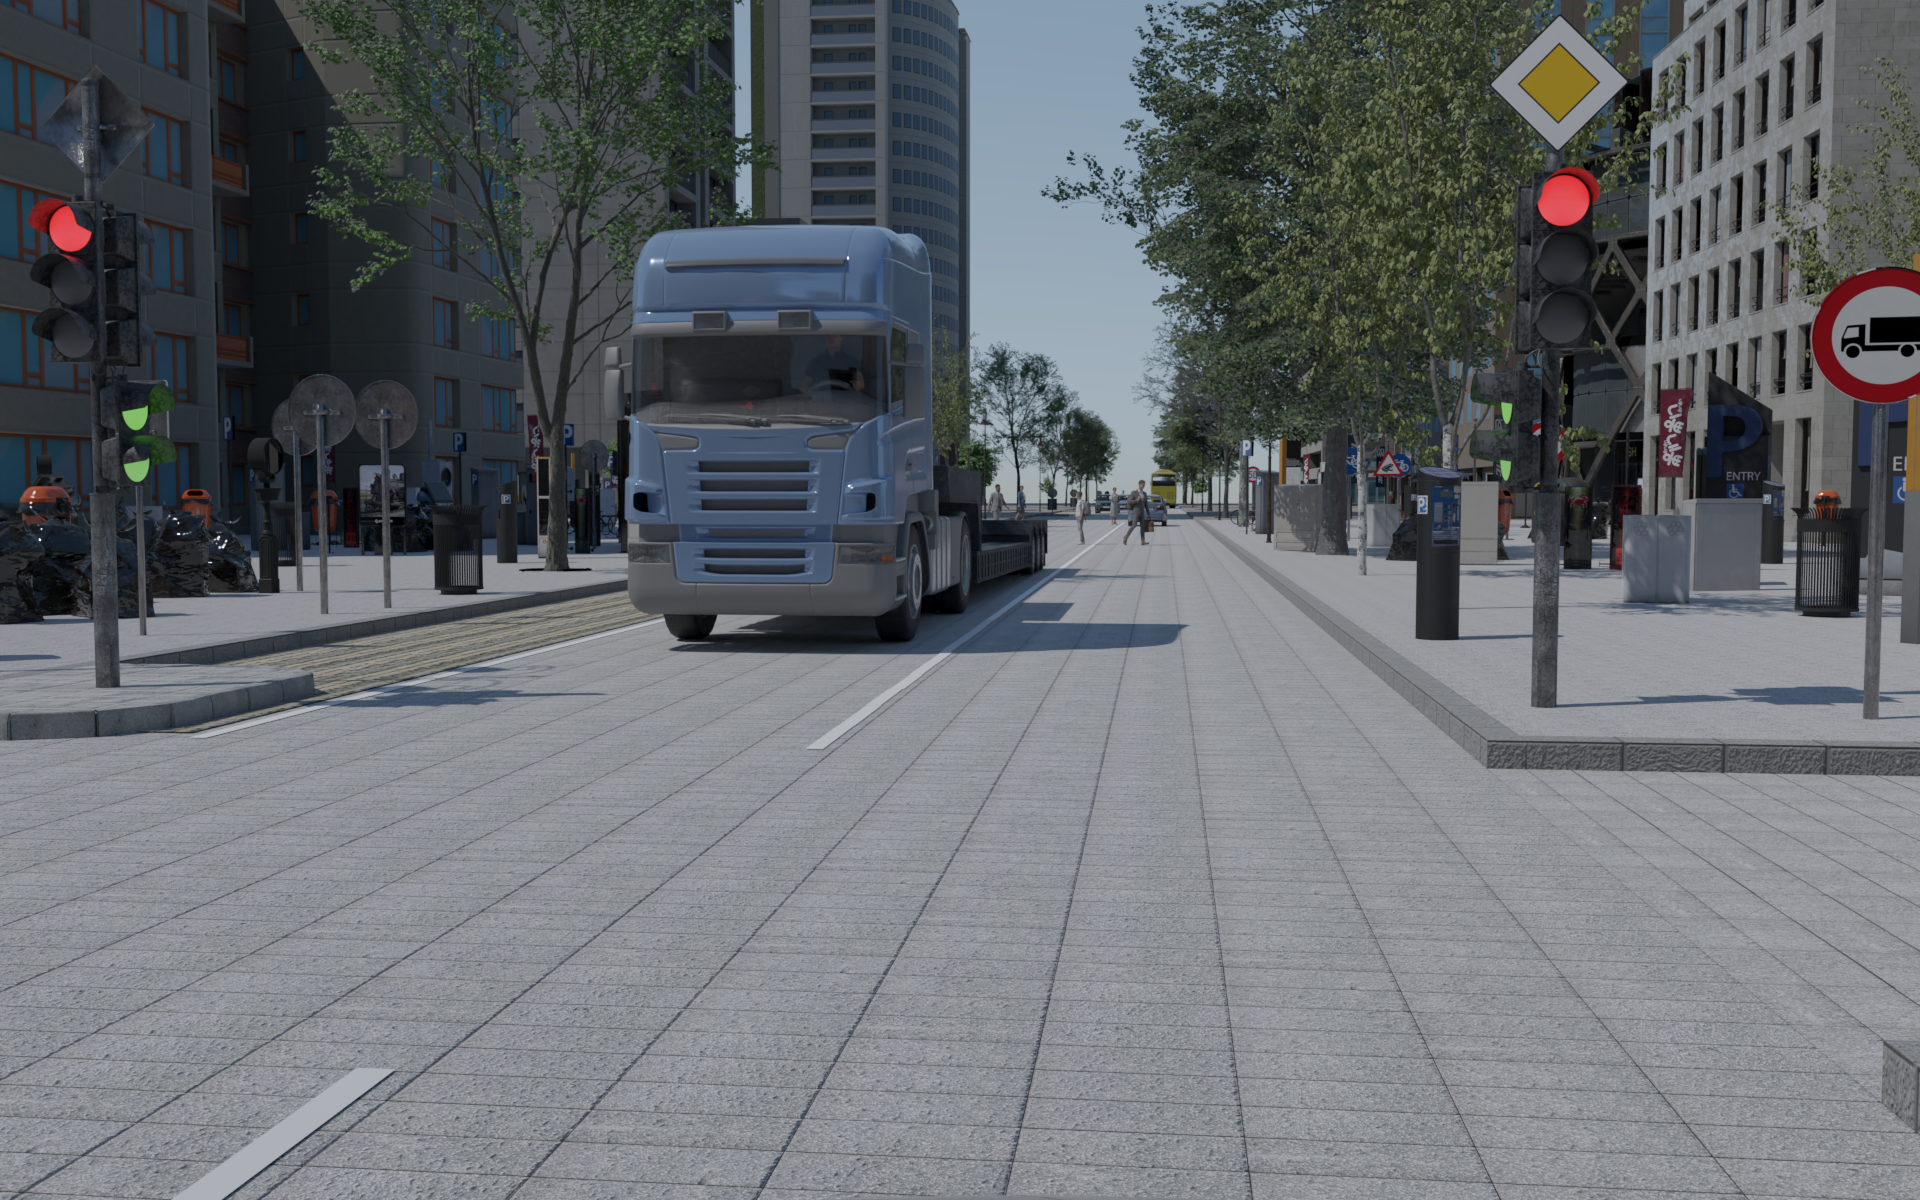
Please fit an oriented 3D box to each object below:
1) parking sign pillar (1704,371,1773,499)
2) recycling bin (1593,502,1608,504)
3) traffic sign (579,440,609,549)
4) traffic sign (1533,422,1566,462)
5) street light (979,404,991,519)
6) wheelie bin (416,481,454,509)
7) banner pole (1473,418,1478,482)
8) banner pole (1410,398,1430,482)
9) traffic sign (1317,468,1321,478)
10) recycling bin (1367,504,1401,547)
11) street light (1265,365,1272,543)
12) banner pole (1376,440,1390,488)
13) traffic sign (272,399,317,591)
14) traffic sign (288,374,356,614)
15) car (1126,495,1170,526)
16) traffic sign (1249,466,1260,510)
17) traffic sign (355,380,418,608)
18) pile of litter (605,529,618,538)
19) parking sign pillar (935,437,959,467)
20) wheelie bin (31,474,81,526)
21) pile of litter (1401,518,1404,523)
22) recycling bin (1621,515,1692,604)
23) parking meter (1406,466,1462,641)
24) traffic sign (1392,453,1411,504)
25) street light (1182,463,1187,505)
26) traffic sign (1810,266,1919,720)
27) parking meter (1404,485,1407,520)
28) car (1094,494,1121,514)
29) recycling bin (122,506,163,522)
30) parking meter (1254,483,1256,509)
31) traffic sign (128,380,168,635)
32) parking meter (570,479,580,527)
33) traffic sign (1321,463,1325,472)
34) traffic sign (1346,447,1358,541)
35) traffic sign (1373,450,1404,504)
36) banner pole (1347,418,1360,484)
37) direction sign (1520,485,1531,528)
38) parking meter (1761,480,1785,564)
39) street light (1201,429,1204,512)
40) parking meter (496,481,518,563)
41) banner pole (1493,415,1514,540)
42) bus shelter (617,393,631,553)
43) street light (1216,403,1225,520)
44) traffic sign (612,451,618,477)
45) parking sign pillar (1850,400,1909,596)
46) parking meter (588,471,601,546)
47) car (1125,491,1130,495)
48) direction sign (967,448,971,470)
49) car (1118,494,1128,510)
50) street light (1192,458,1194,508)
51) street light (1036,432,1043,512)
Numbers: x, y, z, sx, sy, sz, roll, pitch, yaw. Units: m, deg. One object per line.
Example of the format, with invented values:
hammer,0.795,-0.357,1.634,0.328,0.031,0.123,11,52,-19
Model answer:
parking sign pillar,16.904,-3.008,37.659,1.447,3.967,1.447,2,4,34
recycling bin,19.541,-2.508,53.559,0.722,1.027,0.722,0,4,-5
traffic sign,-8.566,-2.471,40.512,0.768,2.556,0.104,1,4,16
traffic sign,10.206,-1.841,30.203,0.768,2.556,0.104,1,4,14
street light,1.276,-7.041,87.906,0.468,5.910,1.993,0,4,7
wheelie bin,-13.032,-2.139,42.889,0.693,1.594,0.980,2,4,29
banner pole,16.968,-4.103,57.107,0.401,3.779,0.863,1,4,17
banner pole,11.348,-3.217,42.613,0.863,3.779,0.401,-3,4,-36
traffic sign,16.889,-4.893,80.110,0.768,2.556,0.104,1,4,15
recycling bin,10.357,-1.831,42.484,0.722,1.027,0.722,0,4,-3
street light,8.129,-4.441,45.402,0.468,5.910,1.993,0,4,7
banner pole,19.452,-5.477,79.569,0.863,3.779,0.401,-1,4,-18
traffic sign,-8.718,-1.388,22.801,0.768,2.556,0.104,1,4,12
traffic sign,-6.797,-1.122,18.449,0.768,2.556,0.104,0,4,7
car,8.481,-4.050,78.214,2.014,1.417,4.499,0,4,7
traffic sign,13.379,-4.834,79.145,0.768,2.556,0.104,1,4,15
traffic sign,-6.437,-1.180,19.406,0.768,2.556,0.104,1,4,9
pile of litter,-9.615,-2.258,50.876,1.719,0.858,1.176,-1,4,-15
parking sign pillar,-0.641,-5.661,81.033,1.447,3.967,1.447,3,5,43
wheelie bin,-14.686,-1.232,28.047,0.693,1.594,0.980,0,4,4
pile of litter,18.062,-3.559,72.147,1.719,0.858,1.176,0,4,-3
recycling bin,8.286,-0.494,20.629,0.722,1.027,0.722,1,4,19
parking meter,4.226,-0.421,15.297,0.372,1.533,0.369,0,3,0
traffic sign,13.669,-3.297,54.020,0.768,2.556,0.104,1,4,10
street light,31.216,-16.502,242.591,0.468,5.910,1.993,0,4,7
traffic sign,5.196,-0.593,9.804,0.768,2.556,0.104,1,4,16
parking meter,12.837,-2.502,49.322,0.372,1.533,0.369,0,3,0
car,10.912,-7.229,127.980,2.009,1.686,4.222,0,4,8
recycling bin,-17.299,-1.469,36.574,0.722,1.027,0.722,-3,4,-38
parking meter,14.455,-4.789,84.009,0.399,1.863,0.255,0,4,5
traffic sign,-7.408,-0.827,15.649,0.606,2.300,0.079,1,4,16
parking meter,-14.812,-3.723,66.583,0.399,1.863,0.255,0,4,7
traffic sign,11.911,-3.281,55.775,0.606,2.300,0.079,1,4,9
traffic sign,10.566,-2.870,47.027,0.768,2.556,0.104,1,4,15
traffic sign,12.605,-3.121,51.026,0.884,2.594,0.081,1,4,15
banner pole,11.330,-3.692,50.385,0.863,3.779,0.401,-1,4,-12
direction sign,21.311,-4.476,65.182,0.379,3.537,0.876,-2,4,-34
parking meter,14.928,-1.430,31.799,0.372,1.533,0.369,0,3,0
street light,17.063,-9.105,121.659,0.468,5.910,1.993,0,4,7
parking meter,-8.415,-1.452,32.155,0.372,1.533,0.369,0,3,0
banner pole,15.115,-3.561,48.238,0.863,3.779,0.401,-2,4,-33
bus shelter,-6.296,-3.022,40.697,1.731,3.624,6.357,0,4,7
street light,12.664,-6.823,84.350,0.468,5.910,1.993,0,4,7
traffic sign,-7.996,-2.396,41.298,0.606,2.300,0.079,1,4,9
parking sign pillar,12.176,-2.062,22.190,1.447,3.967,1.447,2,4,32
parking meter,-8.986,-2.256,42.593,0.255,1.863,0.399,-1,4,-17
car,15.207,-9.166,159.650,2.009,1.686,4.222,0,4,7
direction sign,0.429,-5.758,86.139,0.379,3.537,0.876,-1,4,-10
car,12.713,-7.554,135.517,2.014,1.417,4.499,0,4,7
street light,21.612,-11.487,160.606,0.468,5.910,1.993,0,4,7
street light,5.868,-9.423,126.848,0.468,5.910,1.993,0,4,7
